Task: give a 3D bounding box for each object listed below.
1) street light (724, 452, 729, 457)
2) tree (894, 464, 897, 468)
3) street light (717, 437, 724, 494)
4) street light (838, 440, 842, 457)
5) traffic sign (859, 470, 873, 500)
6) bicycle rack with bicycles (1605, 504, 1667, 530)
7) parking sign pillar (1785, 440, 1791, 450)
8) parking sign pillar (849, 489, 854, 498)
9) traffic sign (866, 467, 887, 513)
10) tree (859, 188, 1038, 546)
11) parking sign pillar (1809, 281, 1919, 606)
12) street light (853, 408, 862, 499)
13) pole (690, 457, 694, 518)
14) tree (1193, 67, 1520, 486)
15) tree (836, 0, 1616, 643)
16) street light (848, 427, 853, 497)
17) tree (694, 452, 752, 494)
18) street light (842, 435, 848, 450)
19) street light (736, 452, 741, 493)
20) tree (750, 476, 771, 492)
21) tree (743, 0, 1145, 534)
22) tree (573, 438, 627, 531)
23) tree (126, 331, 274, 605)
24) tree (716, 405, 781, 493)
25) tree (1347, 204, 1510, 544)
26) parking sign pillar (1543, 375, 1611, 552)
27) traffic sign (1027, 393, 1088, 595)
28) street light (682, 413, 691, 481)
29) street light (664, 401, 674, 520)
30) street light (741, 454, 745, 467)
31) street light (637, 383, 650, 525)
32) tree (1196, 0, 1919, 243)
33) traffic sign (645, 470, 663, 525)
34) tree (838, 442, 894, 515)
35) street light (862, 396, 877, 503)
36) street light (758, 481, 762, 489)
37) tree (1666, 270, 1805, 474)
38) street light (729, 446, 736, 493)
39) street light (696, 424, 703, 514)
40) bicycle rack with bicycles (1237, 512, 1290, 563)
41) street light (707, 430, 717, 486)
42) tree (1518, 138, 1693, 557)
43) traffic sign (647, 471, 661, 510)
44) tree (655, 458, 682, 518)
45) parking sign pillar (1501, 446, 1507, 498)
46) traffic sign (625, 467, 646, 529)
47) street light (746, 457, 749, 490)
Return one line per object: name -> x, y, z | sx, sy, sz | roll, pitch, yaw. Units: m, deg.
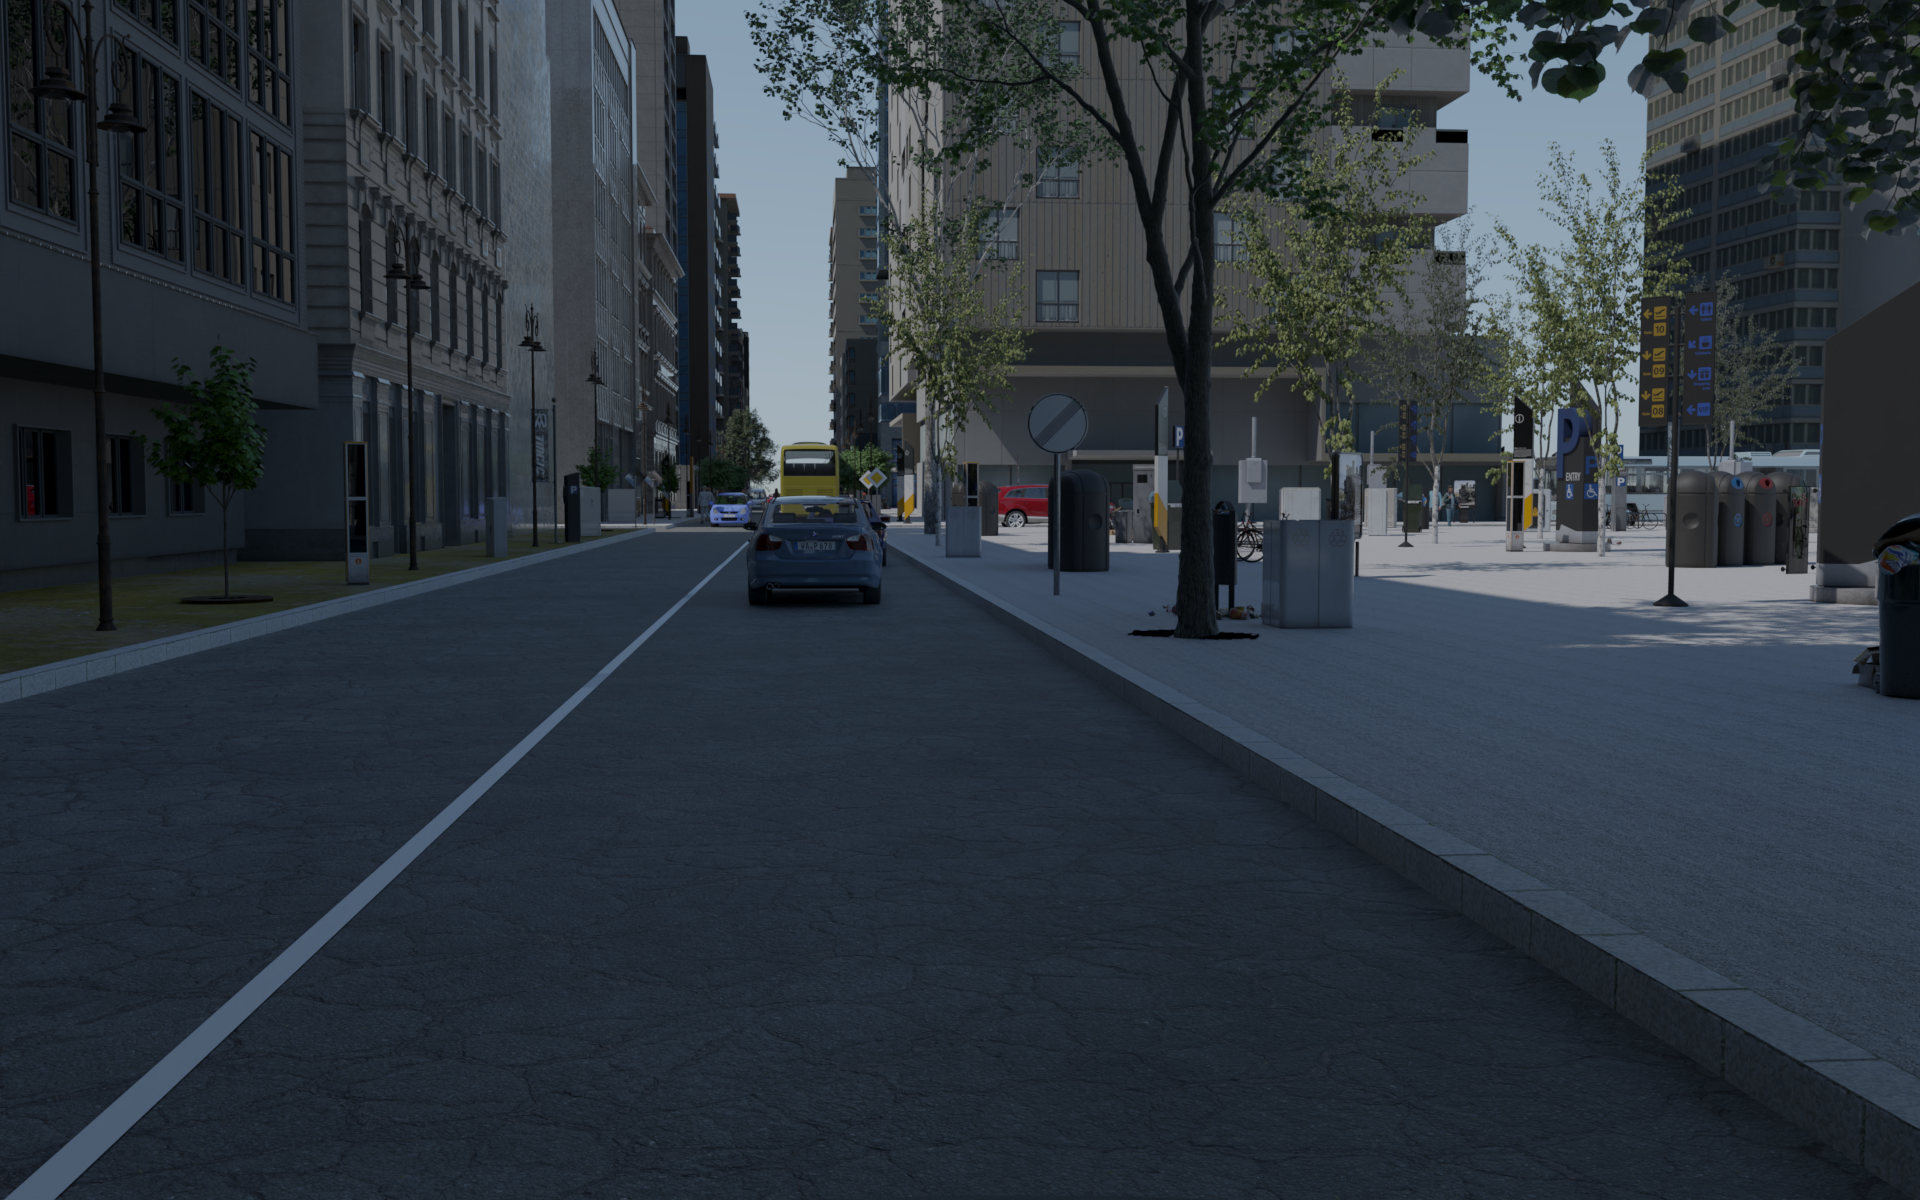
street light -> -20.300, -10.749, 148.535 | 0.468, 5.910, 1.993 | 0, 4, -5
tree -> -7.739, -8.912, 129.419 | 4.285, 4.588, 4.351 | 0, 3, 0
street light -> -19.323, -10.127, 138.371 | 0.468, 5.910, 1.993 | 0, 4, -5
street light -> -8.867, -9.767, 132.484 | 0.468, 5.910, 1.993 | 0, 4, -5
traffic sign -> -3.836, -4.218, 72.610 | 0.795, 2.450, 0.064 | 0, 4, -5
bicycle rack with bicycles -> 24.165, -3.035, 63.008 | 2.925, 0.926, 2.852 | -1, 4, -9
parking sign pillar -> 41.718, -6.022, 86.934 | 1.447, 3.967, 1.447 | 3, 4, 38
parking sign pillar -> -8.817, -9.358, 141.469 | 1.447, 3.967, 1.447 | 0, 4, -5
traffic sign -> -3.104, -3.732, 64.658 | 0.795, 2.450, 0.064 | 0, 4, -5
tree -> -0.294, -5.650, 42.734 | 4.737, 8.622, 4.395 | 0, 3, 0
parking sign pillar -> 10.874, -1.954, 20.419 | 1.447, 3.967, 1.447 | 1, 4, 22
street light -> -5.317, -7.338, 92.763 | 0.468, 5.910, 1.993 | 0, 4, -5
pole -> -14.617, -6.149, 94.379 | 0.158, 3.312, 0.155 | 0, 3, 0
tree -> 6.151, -4.820, 29.178 | 4.737, 8.622, 4.395 | 0, 3, 0
tree -> 1.944, -5.468, 15.150 | 9.928, 11.665, 9.643 | 0, 3, 0
street light -> -6.407, -8.129, 105.703 | 0.468, 5.910, 1.993 | 0, 4, -5
tree -> -19.038, -9.196, 134.073 | 4.285, 4.588, 4.351 | 0, 3, 0
street light -> -7.668, -8.954, 119.183 | 0.468, 5.910, 1.993 | 0, 4, -5
street light -> -22.686, -12.364, 174.942 | 0.468, 5.910, 1.993 | 0, 4, -5
tree -> -34.803, -21.709, 305.298 | 4.360, 8.622, 3.978 | 0, 3, 0
tree -> 0.507, -12.168, 54.838 | 12.611, 20.169, 13.585 | 0, 3, 0
tree -> -12.636, -3.995, 59.923 | 1.663, 3.219, 1.824 | 0, 3, 0
tree -> -8.712, -1.593, 20.651 | 1.663, 3.219, 1.824 | 0, 3, 0
tree -> -27.453, -18.686, 222.530 | 9.611, 12.733, 9.660 | 0, 3, 0
tree -> 12.245, -5.772, 44.733 | 4.360, 8.622, 3.978 | 0, 3, 0
parking sign pillar -> 13.848, -3.076, 38.765 | 1.447, 3.967, 1.447 | 0, 4, -6
traffic sign -> 1.227, -1.334, 21.912 | 0.768, 2.556, 0.104 | 0, 4, -2
street light -> -15.618, -7.723, 99.055 | 0.468, 5.910, 1.993 | 0, 4, -5
street light -> -14.473, -6.932, 86.121 | 0.468, 5.910, 1.993 | 0, 4, -5
street light -> -23.863, -13.155, 187.873 | 0.468, 5.910, 1.993 | 0, 4, -5
street light -> -13.173, -6.085, 72.285 | 0.468, 5.910, 1.993 | 0, 4, -5
tree -> 3.559, -5.961, 4.126 | 9.857, 13.997, 8.962 | 0, 3, 0
traffic sign -> -12.695, -4.170, 71.817 | 0.795, 2.450, 0.064 | 0, 4, -5
tree -> -7.008, -7.943, 113.587 | 4.285, 4.588, 4.351 | 0, 3, 0
street light -> -4.098, -6.547, 79.836 | 0.468, 5.910, 1.993 | 0, 4, -5
street light -> -31.373, -18.164, 269.768 | 0.468, 5.910, 1.993 | 0, 4, -5
tree -> 24.839, -6.495, 56.553 | 4.360, 8.622, 3.978 | 0, 3, 0
street light -> -21.501, -11.573, 162.011 | 0.468, 5.910, 1.993 | 0, 4, -5
street light -> -16.848, -8.513, 111.982 | 0.468, 5.910, 1.993 | 0, 4, -5
bicycle rack with bicycles -> 5.859, -1.209, 33.154 | 2.925, 0.926, 2.852 | 1, 4, 15
street light -> -18.042, -9.329, 125.310 | 0.468, 5.910, 1.993 | 0, 4, -5
tree -> 12.890, -5.187, 35.167 | 4.737, 8.622, 4.395 | 0, 3, 0
traffic sign -> -13.494, -4.546, 76.464 | 0.606, 2.300, 0.079 | 0, 4, -3
tree -> -15.404, -5.981, 92.391 | 1.663, 3.219, 1.824 | 0, 3, 0
parking sign pillar -> 31.436, -6.898, 101.261 | 1.447, 3.967, 1.447 | 2, 4, 26
traffic sign -> -11.962, -3.683, 63.866 | 0.795, 2.450, 0.064 | 0, 4, -5
street light -> -25.097, -13.946, 200.800 | 0.468, 5.910, 1.993 | 0, 4, -5
